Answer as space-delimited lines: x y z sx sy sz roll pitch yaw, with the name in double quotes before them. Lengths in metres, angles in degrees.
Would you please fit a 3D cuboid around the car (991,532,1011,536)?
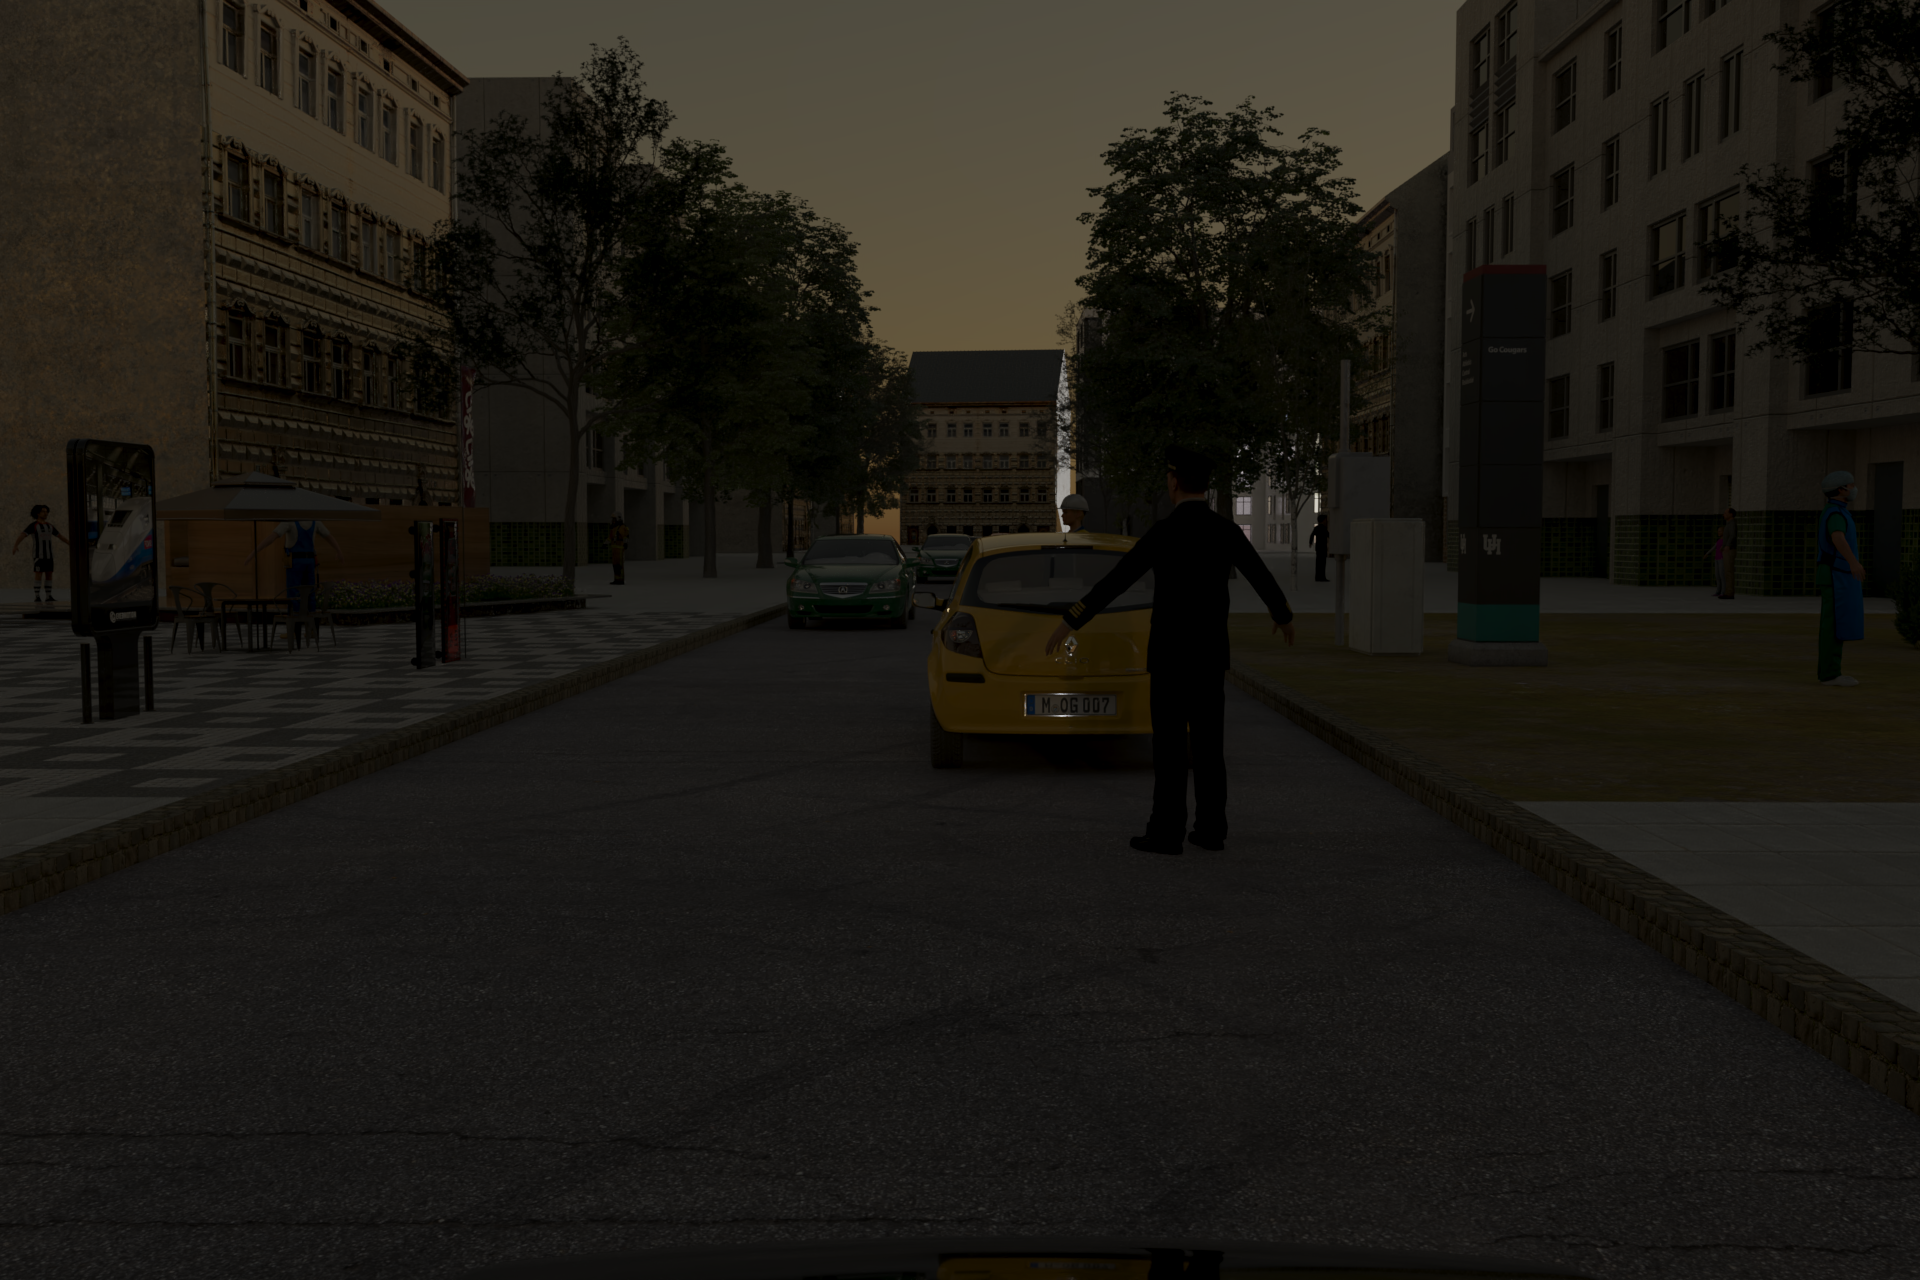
"car" 2.359 -5.321 96.046 2.155 1.783 4.494 0 4 1

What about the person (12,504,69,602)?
"person" -16.900 -1.578 31.949 0.704 1.843 1.345 2 4 25

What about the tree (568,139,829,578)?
"tree" -7.668 -8.114 50.785 7.486 12.596 7.792 0 3 0

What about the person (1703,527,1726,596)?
"person" 15.530 -1.602 35.466 0.599 1.433 0.991 0 4 -7

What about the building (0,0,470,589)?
"building" -26.365 -13.353 49.250 19.493 23.208 18.063 0 4 2

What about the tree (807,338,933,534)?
"tree" -6.653 -12.674 113.874 9.857 13.997 8.962 0 3 0

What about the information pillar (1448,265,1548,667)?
"information pillar" 5.311 -1.691 17.019 0.750 3.857 0.750 0 4 -1

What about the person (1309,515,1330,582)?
"person" 9.760 -2.476 46.663 0.705 1.806 1.347 -1 4 -23

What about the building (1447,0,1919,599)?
"building" 24.936 -10.811 43.216 16.747 18.905 31.486 0 4 1

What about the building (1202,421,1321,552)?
"building" 25.165 -12.044 139.059 9.099 9.664 28.070 0 4 1

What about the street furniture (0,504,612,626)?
"street furniture" -9.279 -1.296 28.051 9.812 1.723 11.010 1 4 20

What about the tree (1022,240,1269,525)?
"tree" 8.028 -9.795 70.516 12.009 13.543 11.850 0 3 0

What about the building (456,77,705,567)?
"building" -22.980 -13.263 83.304 16.747 18.905 31.486 0 4 1

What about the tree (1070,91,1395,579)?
"tree" 7.530 -8.722 49.257 9.857 13.997 8.962 0 3 0

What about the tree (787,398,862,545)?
"tree" -6.768 -8.031 81.665 4.737 8.622 4.395 0 3 0

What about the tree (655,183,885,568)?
"tree" -7.245 -9.670 64.752 9.857 13.997 8.962 0 3 0

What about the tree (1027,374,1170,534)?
"tree" 9.410 -12.257 110.773 12.009 13.543 11.850 0 3 0

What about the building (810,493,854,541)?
"building" -20.888 -21.176 177.153 19.493 23.208 18.063 0 4 1

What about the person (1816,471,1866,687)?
"person" 7.480 -0.525 14.715 0.704 1.817 1.347 1 4 21

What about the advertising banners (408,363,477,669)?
"advertising banners" -5.114 -1.290 17.279 0.090 3.025 2.074 0 4 2

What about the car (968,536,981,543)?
"car" 0.517 -4.255 82.157 1.945 1.354 3.894 0 4 1

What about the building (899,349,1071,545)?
"building" 3.334 -22.779 205.825 18.063 23.208 19.493 1 4 8

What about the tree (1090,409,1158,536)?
"tree" 8.439 -8.373 87.268 4.737 8.622 4.395 0 3 0

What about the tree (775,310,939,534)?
"tree" -6.810 -11.313 95.345 12.009 13.543 11.850 0 3 0

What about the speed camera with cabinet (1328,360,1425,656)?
"speed camera with cabinet" 4.576 -1.513 19.081 0.660 3.252 2.038 0 4 -1

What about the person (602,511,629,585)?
"person" -8.661 -2.322 43.733 0.705 1.858 1.354 -3 4 -36

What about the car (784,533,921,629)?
"car" -1.672 -0.970 27.659 2.131 1.459 4.920 0 4 1

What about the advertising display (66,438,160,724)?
"advertising display" -5.890 -0.420 12.084 0.123 1.923 0.974 0 4 2

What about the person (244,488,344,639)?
"person" -8.129 -0.945 21.299 0.705 1.847 1.347 3 4 36

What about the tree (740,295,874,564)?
"tree" -7.247 -9.128 74.999 9.928 11.665 9.643 0 3 0

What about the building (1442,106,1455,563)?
"building" 26.309 -13.337 74.472 16.016 20.090 11.380 0 4 1

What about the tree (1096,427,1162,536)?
"tree" 9.363 -8.958 96.823 4.737 8.622 4.395 0 3 0

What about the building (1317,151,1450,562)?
"building" 28.978 -15.634 86.542 19.493 23.208 18.063 0 4 1

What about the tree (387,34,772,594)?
"tree" -6.992 -5.968 31.989 7.601 10.594 8.767 -1 4 -9

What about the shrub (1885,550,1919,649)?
"shrub" 10.854 -0.497 19.240 1.383 1.207 1.383 0 3 0

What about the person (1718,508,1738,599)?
"person" 15.142 -1.705 34.147 0.705 1.796 1.348 1 4 20

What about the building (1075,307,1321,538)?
"building" 25.339 -20.099 172.590 27.936 21.610 32.646 0 4 1

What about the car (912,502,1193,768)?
"car" 0.656 -0.109 12.014 2.015 1.641 3.980 0 4 0

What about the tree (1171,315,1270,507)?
"tree" 8.494 -6.616 58.531 4.737 8.622 4.395 0 3 0

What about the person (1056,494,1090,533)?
"person" 0.877 -0.353 14.698 0.721 1.772 1.216 -1 4 -21

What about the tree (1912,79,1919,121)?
"tree" 7.075 -4.413 6.571 8.767 10.594 7.601 0 4 -4

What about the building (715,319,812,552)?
"building" -21.543 -18.380 131.437 19.493 23.208 18.063 0 4 1

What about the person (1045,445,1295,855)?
"person" 1.016 0.033 7.851 1.347 1.837 0.705 -2 4 -28

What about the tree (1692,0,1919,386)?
"tree" 13.583 -5.424 23.089 7.601 10.594 8.767 1 4 9

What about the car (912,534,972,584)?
"car" -0.352 -2.438 51.654 2.131 1.459 4.920 0 4 1

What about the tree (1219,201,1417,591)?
"tree" 7.435 -5.416 38.918 4.360 8.622 3.978 0 3 0
